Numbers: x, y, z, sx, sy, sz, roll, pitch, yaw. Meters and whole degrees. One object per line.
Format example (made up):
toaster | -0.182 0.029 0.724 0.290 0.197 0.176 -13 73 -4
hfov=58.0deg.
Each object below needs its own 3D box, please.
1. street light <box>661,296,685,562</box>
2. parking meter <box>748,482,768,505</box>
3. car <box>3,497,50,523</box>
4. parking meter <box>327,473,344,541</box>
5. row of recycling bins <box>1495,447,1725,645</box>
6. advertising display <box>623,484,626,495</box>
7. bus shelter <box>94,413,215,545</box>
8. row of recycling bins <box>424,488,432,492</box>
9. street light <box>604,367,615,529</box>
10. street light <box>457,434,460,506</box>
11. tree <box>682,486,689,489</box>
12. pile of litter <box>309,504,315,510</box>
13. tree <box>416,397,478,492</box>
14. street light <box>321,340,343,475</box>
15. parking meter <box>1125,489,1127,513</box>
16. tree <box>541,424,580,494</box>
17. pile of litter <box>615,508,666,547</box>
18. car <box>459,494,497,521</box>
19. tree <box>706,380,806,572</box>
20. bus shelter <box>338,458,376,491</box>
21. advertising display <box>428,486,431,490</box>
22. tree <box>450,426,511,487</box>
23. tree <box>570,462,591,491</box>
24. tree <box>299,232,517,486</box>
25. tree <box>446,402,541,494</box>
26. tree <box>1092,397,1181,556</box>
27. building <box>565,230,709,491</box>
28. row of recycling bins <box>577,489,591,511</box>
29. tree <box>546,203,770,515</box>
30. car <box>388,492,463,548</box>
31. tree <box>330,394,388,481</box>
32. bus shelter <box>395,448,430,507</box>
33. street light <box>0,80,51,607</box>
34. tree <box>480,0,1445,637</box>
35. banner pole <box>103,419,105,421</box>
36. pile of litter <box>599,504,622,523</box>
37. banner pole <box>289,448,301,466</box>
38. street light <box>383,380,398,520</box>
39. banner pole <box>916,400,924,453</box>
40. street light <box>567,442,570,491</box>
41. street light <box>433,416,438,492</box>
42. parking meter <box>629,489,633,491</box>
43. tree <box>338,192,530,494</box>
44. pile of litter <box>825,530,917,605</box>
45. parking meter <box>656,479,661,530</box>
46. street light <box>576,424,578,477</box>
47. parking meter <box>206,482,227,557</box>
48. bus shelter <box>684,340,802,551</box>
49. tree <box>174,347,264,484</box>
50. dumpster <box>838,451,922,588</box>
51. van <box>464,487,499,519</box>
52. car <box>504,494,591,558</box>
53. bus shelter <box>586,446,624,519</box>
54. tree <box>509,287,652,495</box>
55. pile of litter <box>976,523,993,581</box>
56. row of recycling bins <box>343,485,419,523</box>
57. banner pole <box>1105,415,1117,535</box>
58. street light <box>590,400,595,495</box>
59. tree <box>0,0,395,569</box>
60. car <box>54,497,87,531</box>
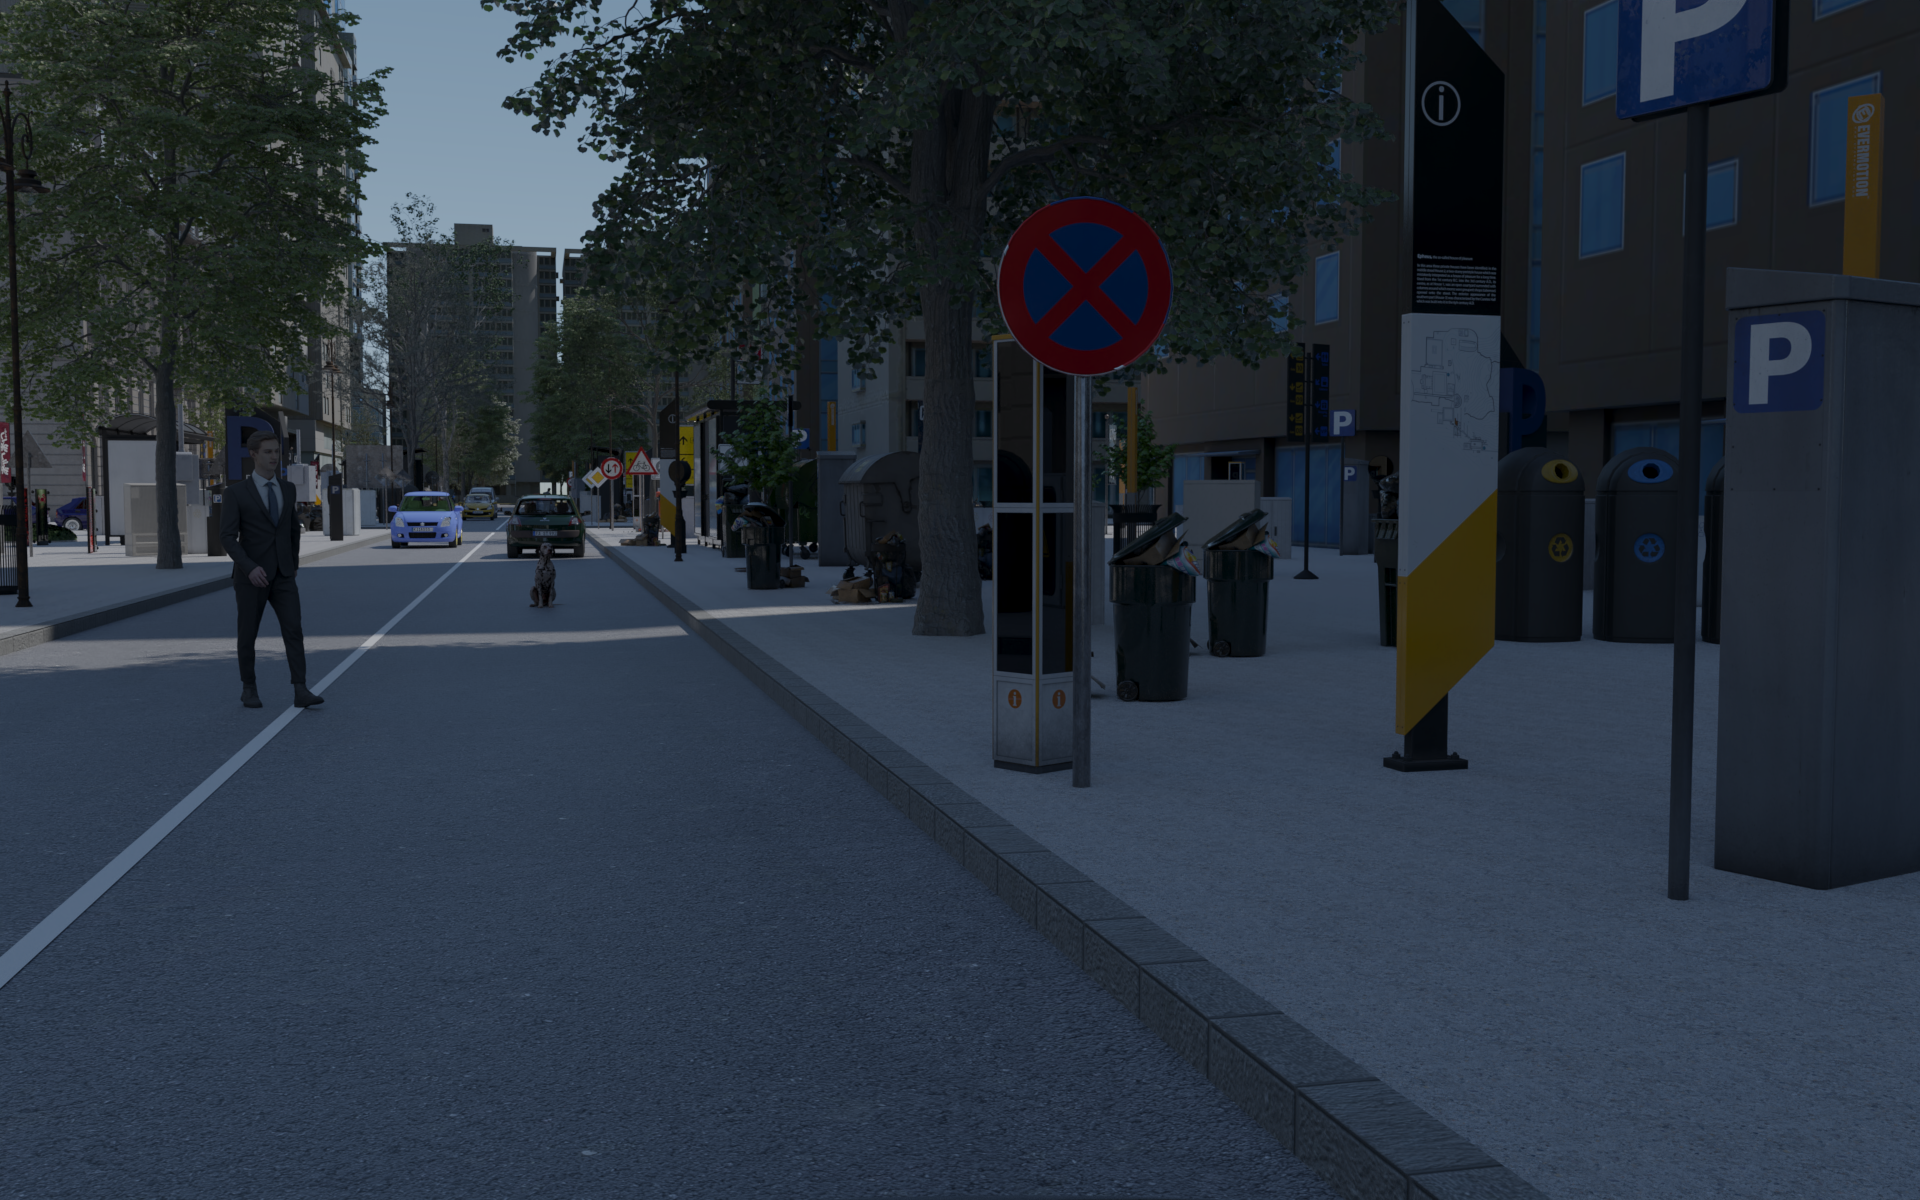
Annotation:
street light | -5.359 -3.671 32.814 0.468 5.910 1.993 -1 4 -14
parking meter | -3.870 -1.515 33.174 0.372 1.533 0.369 0 3 0
car | -35.001 -3.040 62.283 3.894 1.354 1.945 -1 4 -16
parking meter | -17.125 -2.554 47.467 0.399 1.863 0.255 -1 4 -20
row of recycling bins | 6.368 -0.484 15.030 3.534 1.692 1.069 1 4 14
advertising display | -22.357 -6.612 113.321 0.974 1.923 0.123 -1 4 -19
bus shelter | -21.276 -3.179 45.896 2.014 3.302 5.546 -1 4 -14
row of recycling bins | -34.815 -6.333 110.661 1.069 1.692 3.534 -3 5 -44
street light | -12.748 -5.528 63.171 0.468 5.910 1.993 -1 4 -14
street light | -38.001 -9.690 131.226 0.468 5.910 1.993 -1 4 -14
tree | -18.569 -7.764 110.661 4.285 4.588 4.351 0 3 0
pile of litter | -29.845 -4.084 80.735 1.176 0.858 1.719 -2 4 -32
tree | -37.425 -10.716 125.575 4.360 8.622 3.978 0 3 0
street light | -18.038 -4.714 49.870 0.468 5.910 1.993 -1 4 -14
parking meter | 7.573 -4.404 77.711 0.255 1.863 0.399 -3 4 -37
tree | -43.826 -16.198 190.591 9.928 11.665 9.643 0 3 0
pile of litter | -7.896 -1.778 43.033 1.176 0.858 1.719 -1 4 -10
car | -26.397 -5.176 94.853 2.015 1.641 3.980 -1 4 -15
tree | -3.365 -2.083 28.654 1.663 3.219 1.824 0 3 0
bus shelter | -31.725 -6.013 92.233 2.014 3.302 5.546 -1 4 -14
advertising display | -40.149 -7.704 131.166 0.123 1.923 0.974 -1 4 -21
tree | -55.576 -16.205 199.367 8.767 10.594 7.601 1 4 12
tree | -22.317 -6.596 102.442 1.663 3.219 1.824 0 3 0
tree | -25.727 -10.439 81.052 12.009 13.543 11.850 0 3 0
tree | -50.427 -15.450 178.361 9.928 11.665 9.643 0 3 0
tree | 3.669 -2.444 34.562 1.663 3.219 1.824 0 3 0
building | -47.050 -34.632 258.112 23.993 40.220 32.217 -1 4 -14
row of recycling bins | -22.857 -6.269 109.614 1.069 1.692 3.534 2 4 29
tree | -9.536 -7.380 55.084 7.601 10.594 8.767 -1 4 -15
car | -14.479 -2.293 47.075 1.945 1.707 3.694 -1 4 -13
tree | -42.523 -10.534 122.587 4.360 8.622 3.978 0 3 0
bus shelter | -28.791 -6.074 90.592 1.731 3.624 6.357 -1 4 -14
street light | -10.643 -2.858 19.515 0.468 5.910 1.993 -1 4 -14
tree | 0.009 -6.659 15.529 9.857 13.997 8.962 0 3 0
banner pole | -27.732 -4.081 56.749 0.863 3.779 0.401 -3 5 -44
pile of litter | -15.531 -3.929 78.198 1.719 0.858 1.176 1 4 9
banner pole | -35.846 -6.324 93.422 0.401 3.779 0.863 1 4 22
street light | -22.983 -5.948 70.039 0.468 5.910 1.993 -1 4 -14
banner pole | -0.595 -3.100 40.708 0.863 3.779 0.401 0 4 0
street light | -32.492 -10.468 143.946 0.468 5.910 1.993 -1 4 -14
street light | -30.495 -7.836 100.898 0.468 5.910 1.993 -1 4 -14
parking meter | -27.181 -8.399 143.027 0.255 1.863 0.399 0 4 6
tree | -34.632 -15.641 111.623 12.611 20.169 13.585 0 3 0
pile of litter | -1.103 -0.421 20.842 1.176 0.858 1.719 2 4 26
parking meter | -10.928 -3.471 62.465 0.255 1.863 0.399 2 4 30
street light | -25.123 -8.611 113.585 0.468 5.910 1.993 -1 4 -14
parking meter | -15.322 -1.668 35.683 0.372 1.533 0.369 0 3 0
bus shelter | -5.587 -3.987 42.823 2.179 5.291 8.768 -1 4 -14
tree | -37.187 -8.348 86.846 4.737 8.622 4.395 0 3 0
dumpster | -0.934 -1.129 24.214 1.264 1.857 1.865 -1 4 -14
van | -28.203 -5.820 102.173 2.013 2.044 4.112 -1 4 -13
car | -9.606 -1.866 40.300 2.009 1.686 4.222 -1 4 -12
bus shelter | -17.824 -5.855 87.006 1.731 3.624 6.357 -1 4 -14
tree | -20.298 -10.775 94.305 7.486 12.596 7.792 0 3 0
pile of litter | 0.244 -0.738 26.030 1.719 0.858 1.176 -1 4 -20
row of recycling bins | -25.569 -4.217 76.056 3.534 1.692 1.069 -1 4 -18
banner pole | 4.762 -3.970 54.934 0.401 3.779 0.863 2 4 34
street light | -17.583 -6.722 82.692 0.468 5.910 1.993 -1 4 -14
tree | -13.186 -6.806 29.412 7.486 12.596 7.792 0 3 0
car | -30.444 -3.059 62.601 3.894 1.354 1.945 -1 4 -12
